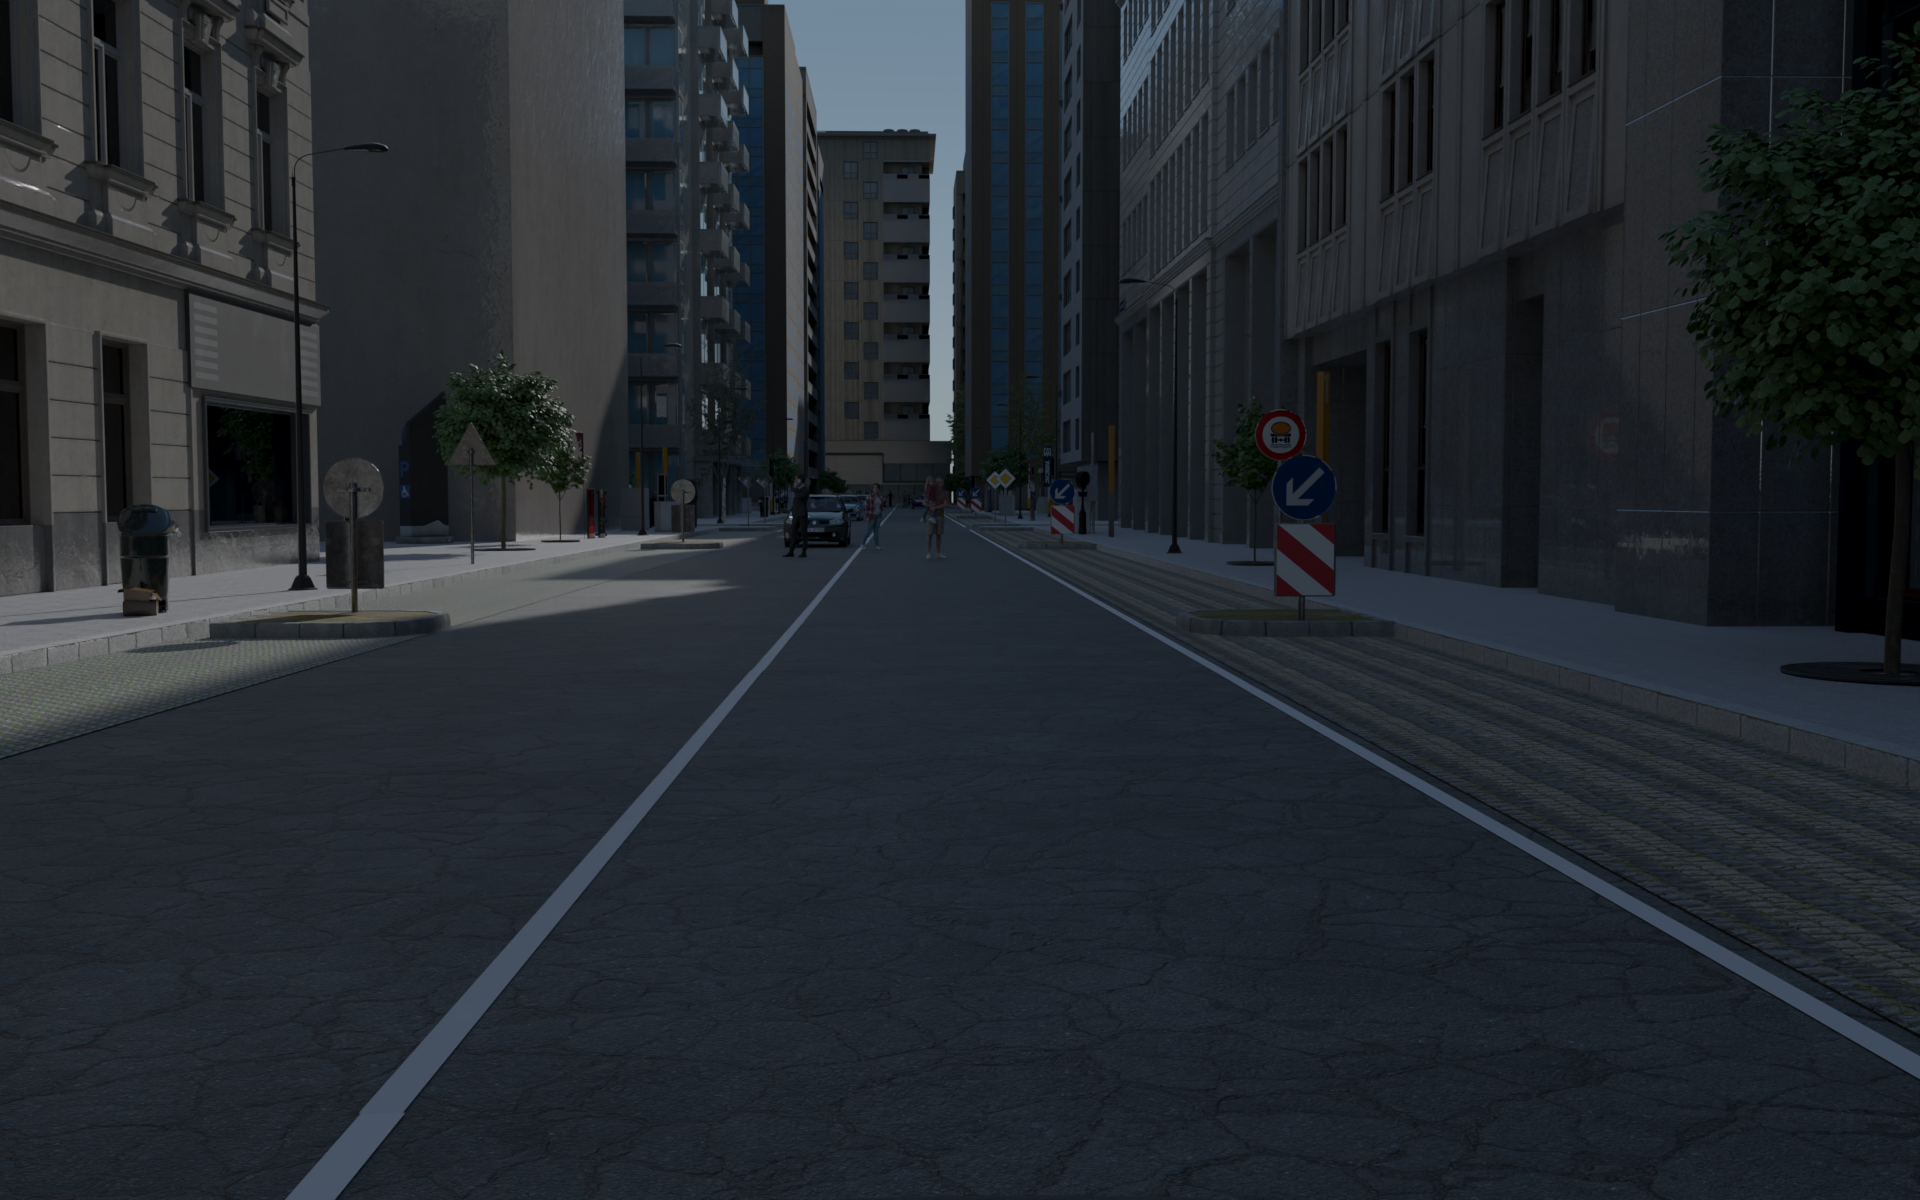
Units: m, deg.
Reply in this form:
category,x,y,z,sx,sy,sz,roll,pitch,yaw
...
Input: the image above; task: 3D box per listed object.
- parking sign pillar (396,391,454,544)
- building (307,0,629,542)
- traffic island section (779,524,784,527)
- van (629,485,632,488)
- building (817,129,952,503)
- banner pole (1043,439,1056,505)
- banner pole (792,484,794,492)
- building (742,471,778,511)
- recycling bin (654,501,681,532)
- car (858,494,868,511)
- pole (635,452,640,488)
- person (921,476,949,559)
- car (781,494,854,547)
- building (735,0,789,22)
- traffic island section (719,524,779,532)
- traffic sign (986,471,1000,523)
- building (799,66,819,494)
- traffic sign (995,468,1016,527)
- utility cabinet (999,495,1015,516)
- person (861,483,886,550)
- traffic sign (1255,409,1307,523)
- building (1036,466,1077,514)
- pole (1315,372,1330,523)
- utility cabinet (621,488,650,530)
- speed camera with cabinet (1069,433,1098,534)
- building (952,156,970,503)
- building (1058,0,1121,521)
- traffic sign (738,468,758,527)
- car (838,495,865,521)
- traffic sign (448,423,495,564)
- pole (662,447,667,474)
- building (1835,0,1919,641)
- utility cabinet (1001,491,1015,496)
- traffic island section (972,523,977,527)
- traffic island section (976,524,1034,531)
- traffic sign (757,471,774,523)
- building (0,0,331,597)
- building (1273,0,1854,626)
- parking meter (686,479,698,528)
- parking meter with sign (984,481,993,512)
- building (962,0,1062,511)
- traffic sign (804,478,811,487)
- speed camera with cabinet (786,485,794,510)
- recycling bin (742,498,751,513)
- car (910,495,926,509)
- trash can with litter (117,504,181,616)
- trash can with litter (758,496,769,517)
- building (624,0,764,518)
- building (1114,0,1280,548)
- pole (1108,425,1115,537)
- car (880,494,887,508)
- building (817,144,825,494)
category,x,y,z,sx,sy,sz,roll,pitch,yaw
parking sign pillar,-13.965,-3.462,45.076,1.447,3.967,1.447,2,4,29
building,-29.263,-15.318,54.967,34.151,26.468,19.350,0,4,-2
traffic island section,-8.527,-3.263,75.624,2.009,0.180,2.903,0,4,-2
van,-15.345,-3.905,70.857,4.112,2.044,2.013,0,4,-3
building,-15.212,-40.362,249.162,27.495,52.752,28.713,0,4,-2
banner pole,4.096,-5.413,78.527,0.863,3.779,0.401,2,4,34
banner pole,-14.269,-9.694,148.512,0.401,3.779,0.863,-2,4,-29
building,-30.554,-26.972,132.880,32.217,40.220,23.993,0,4,-2
recycling bin,-9.895,-2.819,58.646,0.722,1.027,0.722,-2,4,-29
car,-7.182,-7.126,128.520,2.014,1.417,4.499,0,4,0
pole,-15.541,-5.487,83.563,0.158,3.312,0.155,0,3,0
person,-0.580,-1.830,38.401,0.573,1.828,0.580,2,4,34
car,-3.931,-2.340,48.044,2.009,1.686,4.222,0,4,-2
building,-22.189,-31.003,157.010,14.600,45.320,14.200,0,4,-2
traffic island section,-8.282,-2.774,67.643,2.009,0.180,2.903,0,4,-2
traffic sign,1.537,-4.416,75.850,0.795,2.450,0.064,0,4,-2
building,-26.742,-34.564,188.828,21.300,48.544,21.600,0,4,-2
traffic sign,1.782,-3.928,67.869,0.795,2.450,0.064,0,4,-2
utility cabinet,2.754,-5.536,101.677,1.020,1.237,0.306,3,5,43
person,-2.228,-2.162,44.680,0.563,1.720,0.643,-3,5,-41
traffic sign,4.818,-1.589,26.092,0.768,2.556,0.104,0,4,4
building,21.616,-25.744,112.796,32.217,40.220,23.993,0,4,-2
pole,6.067,-2.150,28.989,0.158,3.312,0.155,0,3,0
utility cabinet,-11.366,-3.176,60.612,1.173,1.500,0.318,3,5,39
speed camera with cabinet,4.009,-3.801,56.488,0.660,3.252,2.038,0,4,-7
building,9.665,-38.096,246.572,21.600,48.544,21.300,0,4,-2
building,12.474,-19.197,85.574,14.107,30.474,14.160,0,4,-2
traffic sign,-8.259,-3.911,67.582,0.795,2.450,0.064,0,4,-2
car,-6.110,-4.963,93.148,2.014,1.417,4.499,0,4,0
traffic sign,-8.917,-1.934,31.619,0.884,2.594,0.081,0,4,5
pole,-12.906,-5.012,75.785,0.158,3.312,0.155,0,3,0
building,14.569,-10.893,7.786,12.332,23.373,15.834,0,4,-2
utility cabinet,3.266,-6.664,117.643,0.318,1.500,1.173,-3,5,-39
traffic island section,1.560,-3.281,75.928,2.009,0.180,2.903,0,4,-2
traffic island section,1.805,-2.793,67.947,2.009,0.180,2.903,0,4,-2
traffic sign,-8.504,-4.399,75.563,0.795,2.450,0.064,0,4,-2
building,-19.520,-14.461,12.848,17.030,29.872,44.131,0,4,-2
building,12.929,-12.727,26.109,12.078,24.808,19.932,0,4,-2
parking meter,-10.178,-3.676,65.814,0.399,1.863,0.255,0,4,4
parking meter with sign,1.976,-7.704,122.224,0.543,3.016,1.738,-1,4,-12
building,7.561,-29.918,139.269,14.600,45.320,14.200,0,4,-2
traffic sign,-12.024,-8.254,135.057,0.768,2.556,0.104,0,4,1
speed camera with cabinet,-13.105,-8.484,133.044,0.660,3.252,2.038,1,4,19
recycling bin,-14.378,-6.281,115.254,0.722,1.027,0.722,-3,5,-41
car,-3.822,-9.426,166.700,1.945,1.354,3.894,0,4,-3
trash can with litter,-8.705,-0.440,18.589,0.624,1.170,1.055,-1,4,-23
trash can with litter,-10.870,-5.155,95.667,0.624,1.170,1.055,0,4,-6
building,-23.791,-29.238,97.642,23.786,49.044,30.456,0,4,-2
building,11.873,-16.714,50.766,11.434,29.767,29.804,0,4,-2
pole,4.509,-3.528,51.529,0.158,3.312,0.155,0,3,0
car,-8.618,-10.482,180.423,2.155,1.783,4.494,0,4,-1
building,-24.366,-34.646,216.572,14.200,45.320,14.600,0,4,-2
